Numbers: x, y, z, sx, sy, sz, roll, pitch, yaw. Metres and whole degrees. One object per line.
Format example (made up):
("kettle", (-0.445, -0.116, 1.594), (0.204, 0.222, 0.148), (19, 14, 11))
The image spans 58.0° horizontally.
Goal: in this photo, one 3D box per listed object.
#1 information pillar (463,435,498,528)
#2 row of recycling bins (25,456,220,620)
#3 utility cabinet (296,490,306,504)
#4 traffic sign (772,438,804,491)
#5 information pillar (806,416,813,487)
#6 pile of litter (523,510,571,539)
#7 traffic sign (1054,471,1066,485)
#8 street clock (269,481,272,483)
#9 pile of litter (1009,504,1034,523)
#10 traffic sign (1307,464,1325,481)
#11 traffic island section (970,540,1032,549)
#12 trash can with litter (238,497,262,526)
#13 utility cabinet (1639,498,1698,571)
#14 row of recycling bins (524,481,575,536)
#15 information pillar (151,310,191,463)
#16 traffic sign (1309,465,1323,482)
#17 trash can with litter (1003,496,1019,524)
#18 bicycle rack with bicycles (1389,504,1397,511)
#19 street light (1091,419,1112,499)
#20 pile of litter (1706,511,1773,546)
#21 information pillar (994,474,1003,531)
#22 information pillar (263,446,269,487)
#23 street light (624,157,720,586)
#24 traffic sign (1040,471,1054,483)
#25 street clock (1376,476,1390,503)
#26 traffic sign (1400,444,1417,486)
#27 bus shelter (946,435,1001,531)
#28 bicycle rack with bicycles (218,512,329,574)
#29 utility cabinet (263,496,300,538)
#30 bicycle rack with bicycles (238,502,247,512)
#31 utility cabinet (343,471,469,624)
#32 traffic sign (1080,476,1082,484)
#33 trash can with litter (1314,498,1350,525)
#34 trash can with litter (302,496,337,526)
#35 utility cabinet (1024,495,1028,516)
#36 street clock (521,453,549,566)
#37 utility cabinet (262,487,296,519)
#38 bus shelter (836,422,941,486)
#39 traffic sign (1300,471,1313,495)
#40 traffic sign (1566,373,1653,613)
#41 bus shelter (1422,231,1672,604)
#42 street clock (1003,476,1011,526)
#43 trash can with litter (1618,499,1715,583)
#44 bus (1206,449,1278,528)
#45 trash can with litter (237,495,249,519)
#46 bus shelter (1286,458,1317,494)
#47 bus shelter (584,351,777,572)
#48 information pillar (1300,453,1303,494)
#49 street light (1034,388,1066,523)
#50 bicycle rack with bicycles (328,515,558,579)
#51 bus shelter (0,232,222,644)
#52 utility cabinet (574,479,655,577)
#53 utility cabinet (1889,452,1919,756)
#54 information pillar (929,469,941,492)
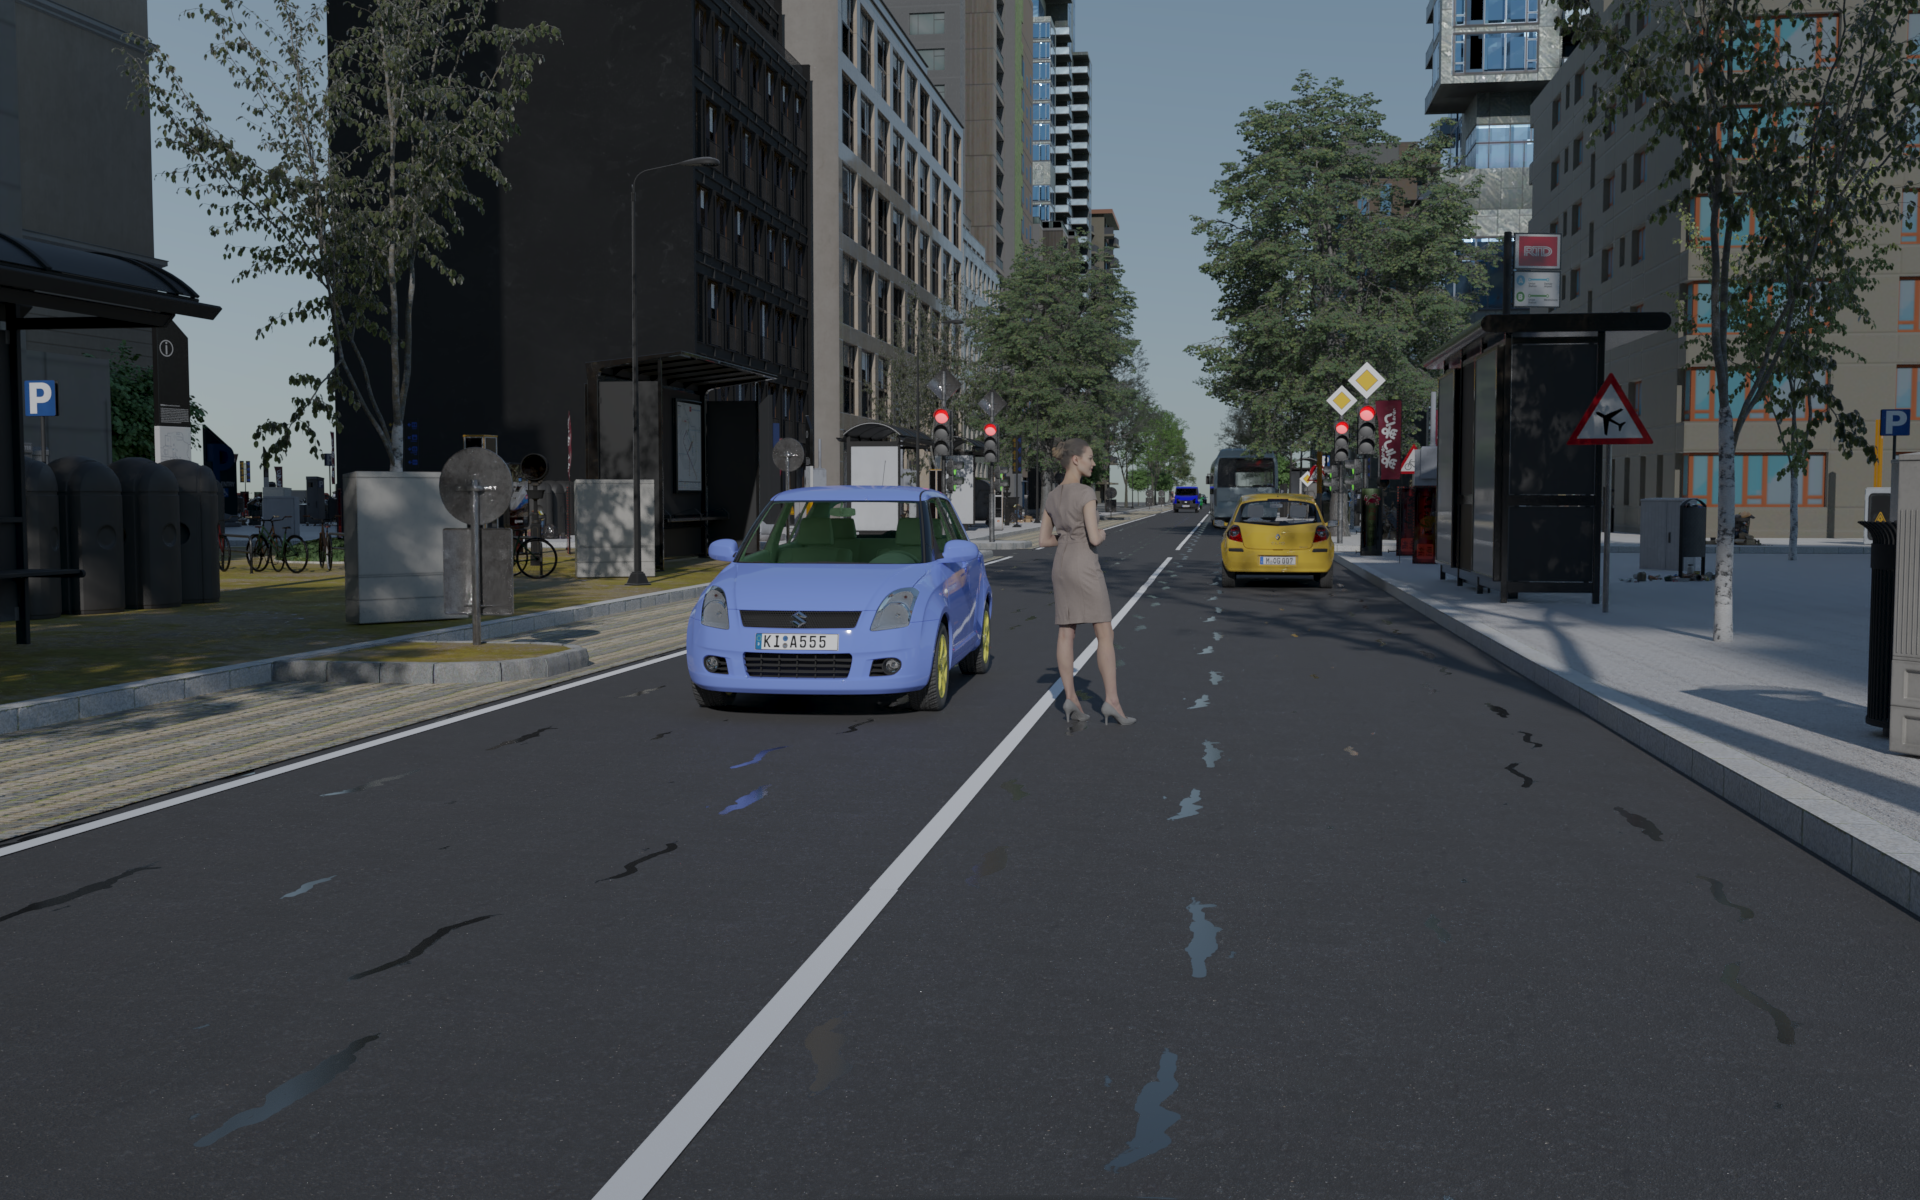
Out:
("information pillar", (-5.979, -1.049, 21.646), (0.304, 2.012, 0.304), (1, 4, 18))
("row of recycling bins", (-9.445, -0.737, 19.158), (1.069, 1.692, 3.534), (1, 4, 12))
("utility cabinet", (-36.187, -5.239, 94.332), (0.318, 1.500, 1.173), (2, 4, 25))
("traffic sign", (-3.899, -2.391, 39.201), (0.768, 2.556, 0.104), (1, 4, 16))
("information pillar", (-4.488, -3.685, 51.608), (0.183, 3.616, 0.504), (-1, 4, -21))
("pile of litter", (-12.015, -2.182, 49.634), (1.719, 0.858, 1.176), (1, 4, 22))
("traffic sign", (5.528, -5.781, 94.630), (0.768, 2.556, 0.104), (1, 4, 12))
("street clock", (-39.522, -5.803, 99.451), (0.471, 2.002, 0.358), (-3, 5, -40))
("pile of litter", (2.866, -3.953, 78.593), (1.719, 0.858, 1.176), (-3, 5, -43))
("traffic sign", (14.699, -4.354, 71.197), (0.884, 2.594, 0.081), (1, 4, 13))
("traffic island section", (0.831, -1.468, 46.283), (2.009, 0.180, 2.903), (1, 4, 9))
("trash can with litter", (-28.923, -3.610, 70.407), (1.055, 1.170, 0.624), (0, 3, 0))
("utility cabinet", (11.974, -1.110, 29.315), (0.306, 1.237, 1.020), (-1, 4, -21))
("row of recycling bins", (-12.501, -2.831, 53.392), (1.069, 1.692, 3.534), (0, 4, 6))
("information pillar", (-9.683, -1.831, 21.291), (0.183, 3.616, 0.504), (2, 4, 24))
("traffic sign", (15.455, -4.562, 74.702), (0.768, 2.556, 0.104), (1, 4, 17))
("trash can with litter", (1.741, -3.924, 75.213), (1.678, 1.210, 2.233), (1, 4, 19))
("bicycle rack with bicycles", (15.955, -2.982, 62.130), (2.852, 0.926, 2.925), (-3, 5, -41))
("street light", (8.462, -8.141, 105.649), (1.470, 5.913, 1.316), (1, 4, 9))
("pile of litter", (19.595, -1.817, 43.668), (1.176, 0.858, 1.719), (-1, 4, -20))
("information pillar", (1.339, -3.437, 60.691), (0.304, 2.012, 0.304), (0, 4, -2))
("information pillar", (-34.146, -5.742, 85.240), (0.183, 3.616, 0.504), (0, 4, 1))
("street light", (-4.002, -3.154, 24.114), (1.470, 5.913, 1.316), (1, 4, 9))
("traffic sign", (4.566, -5.550, 90.851), (0.768, 2.556, 0.104), (1, 4, 18))
("street clock", (16.668, -3.896, 68.268), (0.471, 2.002, 0.358), (-1, 4, -17))
("traffic sign", (11.850, -2.770, 45.285), (0.884, 2.594, 0.081), (1, 4, 17))
("bus shelter", (0.122, -4.199, 62.573), (2.014, 3.302, 5.546), (1, 4, 9))
("bicycle rack with bicycles", (-11.256, -0.950, 28.916), (2.852, 0.926, 2.925), (-3, 4, -36))
("utility cabinet", (-19.990, -2.439, 51.041), (1.020, 1.237, 0.306), (1, 4, 12))
("bicycle rack with bicycles", (-33.950, -4.051, 79.612), (2.852, 0.926, 2.925), (-1, 4, -18))
("utility cabinet", (-5.543, -0.530, 17.338), (1.173, 1.500, 0.318), (-3, 5, -45))
("traffic sign", (6.204, -5.520, 92.383), (0.606, 2.300, 0.079), (1, 4, 18))
("trash can with litter", (15.223, -3.751, 72.383), (2.233, 1.210, 1.678), (1, 4, 17))
("trash can with litter", (-25.520, -3.579, 69.577), (2.233, 1.210, 1.678), (-1, 4, -16))
("utility cabinet", (4.283, -5.548, 101.872), (1.020, 1.237, 0.306), (3, 4, 37))
("street clock", (-7.600, -1.617, 31.015), (0.471, 2.002, 0.358), (0, 4, -4))
("utility cabinet", (-21.882, -2.868, 55.566), (1.173, 1.500, 0.318), (3, 4, 36))
("bus shelter", (-2.069, -3.512, 51.352), (2.014, 3.302, 5.546), (1, 4, 9))
("traffic sign", (17.391, -5.231, 86.715), (0.795, 2.450, 0.064), (1, 4, 11))
("traffic sign", (6.989, -1.142, 18.680), (0.884, 2.594, 0.081), (1, 4, 13))
("bus shelter", (7.781, -2.856, 24.321), (2.179, 5.291, 8.768), (1, 4, 9))
("street clock", (1.909, -4.019, 70.274), (0.358, 2.002, 0.471), (0, 4, 7))
("trash can with litter", (10.560, -0.902, 25.800), (2.233, 1.210, 1.678), (-2, 4, -29))
("bus", (12.421, -5.001, 76.620), (2.948, 3.499, 13.247), (0, 4, 7))
("trash can with litter", (-36.838, -4.689, 87.718), (1.678, 1.210, 2.233), (1, 4, 23))
("bus shelter", (19.789, -6.454, 99.439), (2.014, 3.302, 5.546), (1, 4, 9))
("bus shelter", (-4.951, -2.469, 31.645), (1.731, 3.624, 6.357), (1, 4, 9))
("information pillar", (18.063, -6.139, 91.732), (0.183, 3.616, 0.504), (1, 4, 17))
("street light", (3.934, -6.325, 75.952), (1.470, 5.913, 1.316), (1, 4, 9))
("bicycle rack with bicycles", (-7.498, -0.800, 26.470), (2.925, 0.926, 2.852), (1, 4, 11))
("bus shelter", (-7.680, -1.117, 12.188), (2.014, 3.302, 5.546), (1, 4, 9))
("utility cabinet", (-5.292, -1.092, 26.530), (1.173, 1.500, 0.318), (-1, 4, -18))
("utility cabinet", (4.905, 0.043, 7.971), (0.318, 1.500, 1.173), (-1, 4, -22))
("information pillar", (-0.717, -2.887, 51.698), (0.304, 2.012, 0.304), (3, 5, 41))
